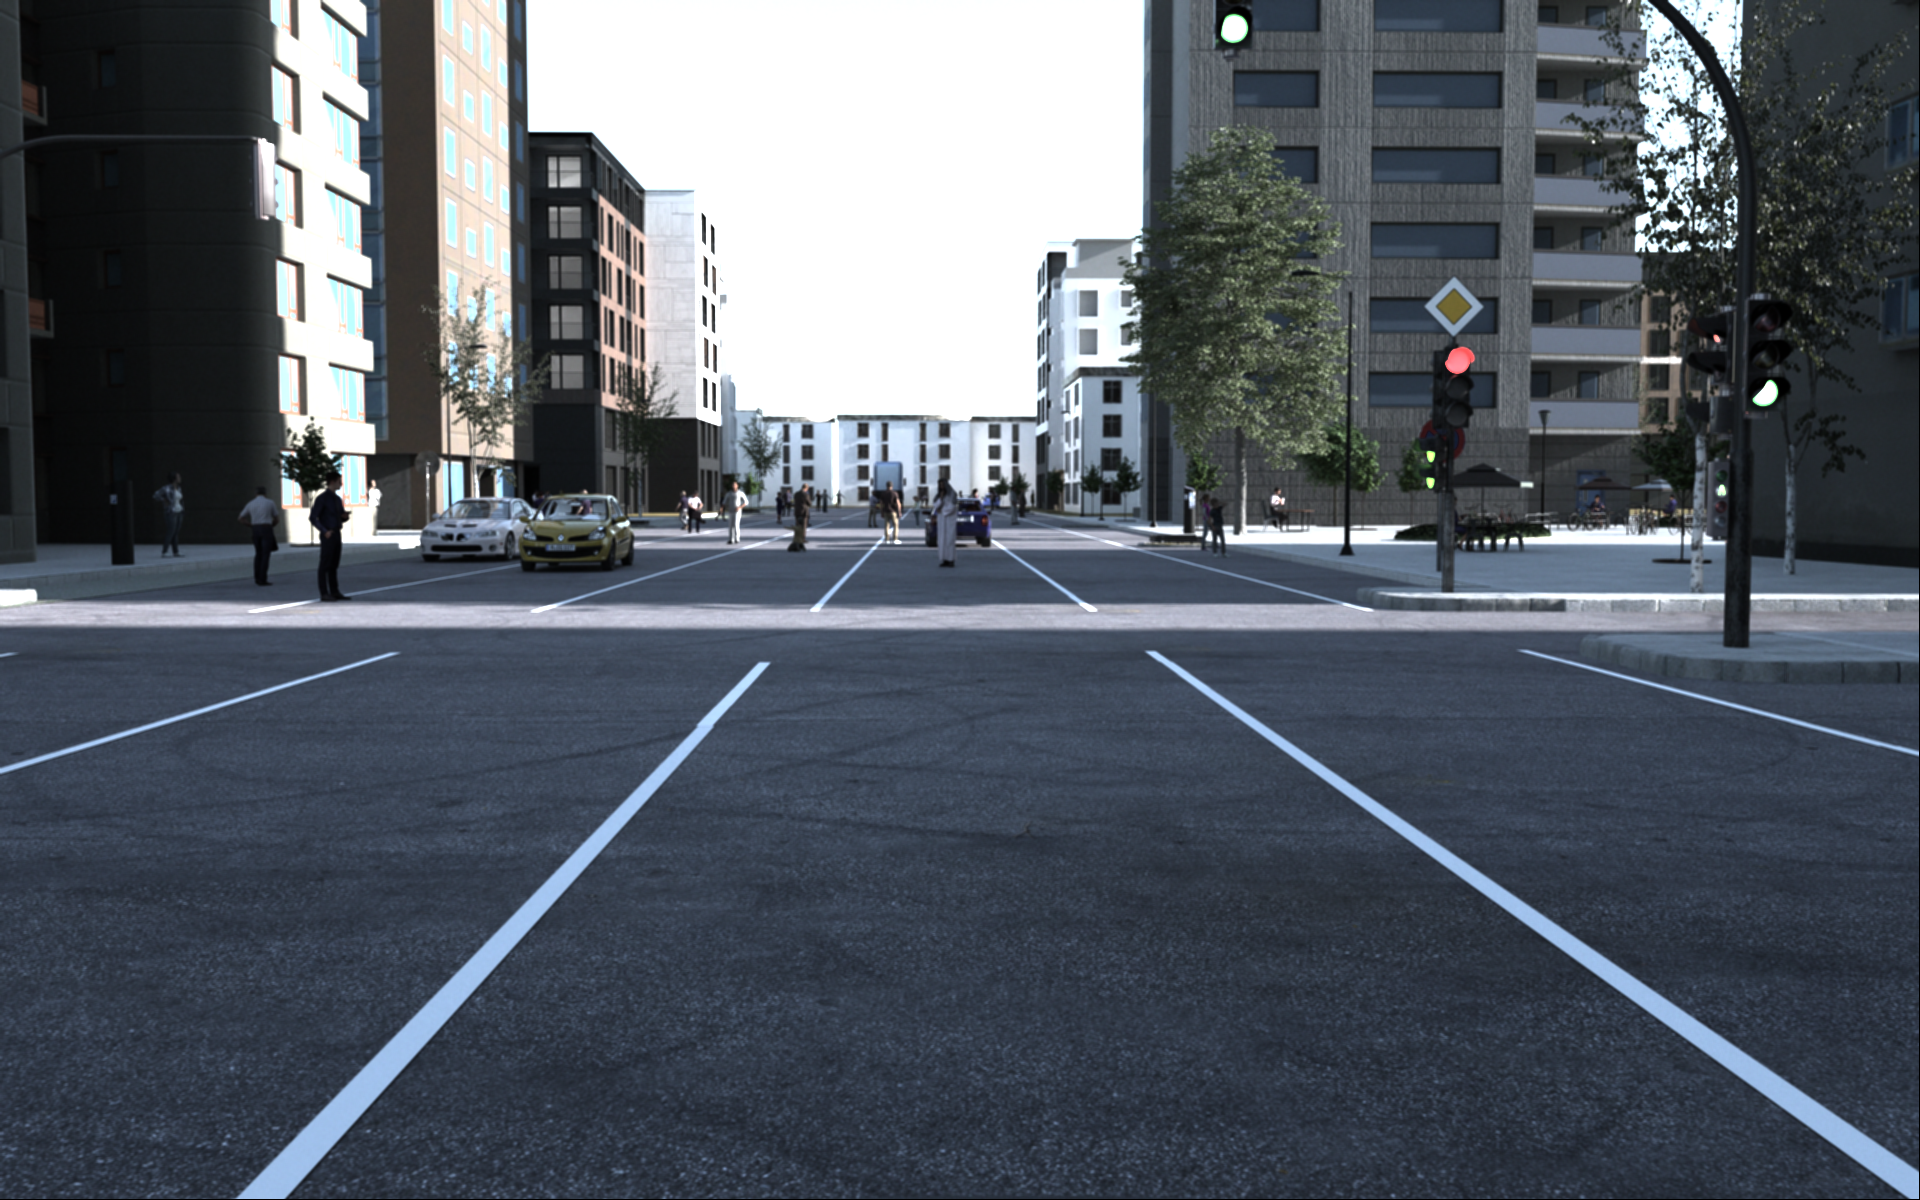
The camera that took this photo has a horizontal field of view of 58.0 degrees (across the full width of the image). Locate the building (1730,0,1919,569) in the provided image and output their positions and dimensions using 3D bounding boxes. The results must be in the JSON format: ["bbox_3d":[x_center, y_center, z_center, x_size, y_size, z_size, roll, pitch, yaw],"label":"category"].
[{"bbox_3d":[26.967,-24.933,31.363,21.600,48.544,21.300,0,4,-1],"label":"building"}]

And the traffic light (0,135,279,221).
[{"bbox_3d":[-11.155,-2.901,22.107,4.771,5.953,1.251,0,4,-1],"label":"traffic light"}]

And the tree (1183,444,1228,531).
[{"bbox_3d":[8.316,-4.056,60.921,1.663,3.219,1.824,0,3,0],"label":"tree"}]

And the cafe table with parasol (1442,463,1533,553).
[{"bbox_3d":[11.679,-2.069,38.700,2.610,1.966,2.610,0,4,-8],"label":"cafe table with parasol"}]

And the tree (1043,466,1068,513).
[{"bbox_3d":[6.623,-7.645,119.596,1.663,3.219,1.824,0,3,0],"label":"tree"}]

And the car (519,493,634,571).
[{"bbox_3d":[-7.370,-1.421,33.451,2.015,1.641,3.980,0,4,-3],"label":"car"}]

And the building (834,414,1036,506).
[{"bbox_3d":[0.981,-14.953,186.631,28.070,9.664,9.099,0,4,-1],"label":"building"}]

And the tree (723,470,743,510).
[{"bbox_3d":[-18.262,-8.809,138.621,1.663,3.219,1.824,0,3,0],"label":"tree"}]

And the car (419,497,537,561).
[{"bbox_3d":[-10.518,-1.597,38.471,2.083,1.381,4.827,0,4,0],"label":"car"}]

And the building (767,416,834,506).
[{"bbox_3d":[-27.625,-14.948,186.546,28.070,9.664,9.099,0,4,-1],"label":"building"}]

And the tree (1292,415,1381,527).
[{"bbox_3d":[14.741,-5.168,68.208,4.285,4.588,4.351,0,3,0],"label":"tree"}]

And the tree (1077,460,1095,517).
[{"bbox_3d":[7.579,-6.404,99.300,1.663,3.219,1.824,0,3,0],"label":"tree"}]

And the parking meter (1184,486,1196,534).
[{"bbox_3d":[7.423,-2.910,55.984,0.372,1.533,0.369,0,3,0],"label":"parking meter"}]

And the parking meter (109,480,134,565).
[{"bbox_3d":[-15.224,-1.410,31.457,0.372,1.533,0.369,0,3,0],"label":"parking meter"}]

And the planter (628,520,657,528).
[{"bbox_3d":[-13.990,-3.222,73.815,1.991,0.319,1.994,0,4,-1],"label":"planter"}]

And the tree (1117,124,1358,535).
[{"bbox_3d":[8.384,-8.317,54.110,7.486,12.596,7.792,0,3,0],"label":"tree"}]

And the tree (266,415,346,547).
[{"bbox_3d":[-15.814,-2.930,42.509,1.663,3.219,1.824,0,3,0],"label":"tree"}]

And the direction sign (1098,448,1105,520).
[{"bbox_3d":[6.938,-5.675,84.789,0.379,3.537,0.876,0,4,1],"label":"direction sign"}]

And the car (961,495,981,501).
[{"bbox_3d":[0.716,-7.840,140.761,1.945,1.354,3.894,0,4,-1],"label":"car"}]

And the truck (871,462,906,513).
[{"bbox_3d":[-5.748,-9.041,137.572,2.967,4.110,18.799,0,4,-2],"label":"truck"}]

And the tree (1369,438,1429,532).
[{"bbox_3d":[14.905,-3.840,57.389,1.663,3.219,1.824,0,3,0],"label":"tree"}]

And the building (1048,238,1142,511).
[{"bbox_3d":[14.980,-16.963,133.767,16.016,20.091,11.380,0,4,-1],"label":"building"}]

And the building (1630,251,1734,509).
[{"bbox_3d":[56.919,-19.328,159.983,32.646,21.610,27.936,0,4,-1],"label":"building"}]

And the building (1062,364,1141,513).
[{"bbox_3d":[12.385,-10.526,114.251,9.099,9.664,28.070,0,4,-1],"label":"building"}]

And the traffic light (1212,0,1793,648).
[{"bbox_3d":[4.403,-2.422,14.271,4.771,5.953,1.251,0,4,-1],"label":"traffic light"}]

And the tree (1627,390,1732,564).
[{"bbox_3d":[13.584,-2.300,32.213,1.663,3.219,1.824,0,3,0],"label":"tree"}]

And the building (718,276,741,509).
[{"bbox_3d":[-27.183,-17.844,148.175,16.016,20.091,11.380,0,4,-1],"label":"building"}]

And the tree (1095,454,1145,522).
[{"bbox_3d":[7.643,-5.294,81.157,1.663,3.219,1.824,0,3,0],"label":"tree"}]

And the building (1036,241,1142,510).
[{"bbox_3d":[20.655,-19.119,156.573,27.936,21.610,32.646,0,4,-1],"label":"building"}]

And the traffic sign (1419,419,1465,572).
[{"bbox_3d":[7.940,-1.745,28.630,0.768,2.556,0.104,0,4,2],"label":"traffic sign"}]

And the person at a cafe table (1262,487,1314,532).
[{"bbox_3d":[11.234,-3.129,59.671,1.622,1.524,1.698,1,4,22],"label":"person at a cafe table"}]

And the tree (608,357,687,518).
[{"bbox_3d":[-17.183,-8.767,93.698,4.737,8.622,4.395,0,3,0],"label":"tree"}]

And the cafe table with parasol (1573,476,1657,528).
[{"bbox_3d":[24.413,-3.732,65.880,2.610,1.966,2.610,-1,4,-20],"label":"cafe table with parasol"}]

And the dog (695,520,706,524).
[{"bbox_3d":[-12.554,-3.886,83.732,0.550,0.427,0.748,-1,4,-11],"label":"dog"}]

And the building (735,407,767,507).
[{"bbox_3d":[-33.421,-13.763,167.172,28.070,9.664,9.099,0,4,-1],"label":"building"}]

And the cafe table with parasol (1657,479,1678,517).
[{"bbox_3d":[32.680,-4.651,80.903,2.610,1.966,2.610,2,4,29],"label":"cafe table with parasol"}]

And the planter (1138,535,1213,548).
[{"bbox_3d":[5.877,-1.594,47.206,1.991,0.319,1.994,0,4,-1],"label":"planter"}]

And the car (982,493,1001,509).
[{"bbox_3d":[3.132,-9.983,172.809,1.945,1.707,3.694,0,3,0],"label":"car"}]

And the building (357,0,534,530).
[{"bbox_3d":[-25.216,-25.469,66.526,14.600,45.320,14.200,0,4,-1],"label":"building"}]

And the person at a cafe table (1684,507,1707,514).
[{"bbox_3d":[32.658,-3.939,75.255,1.698,1.238,1.726,-3,5,-43],"label":"person at a cafe table"}]

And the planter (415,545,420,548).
[{"bbox_3d":[-13.458,-1.570,46.810,1.991,0.319,1.994,0,4,-1],"label":"planter"}]

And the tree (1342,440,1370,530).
[{"bbox_3d":[14.489,-4.104,61.698,1.663,3.219,1.824,0,3,0],"label":"tree"}]

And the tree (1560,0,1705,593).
[{"bbox_3d":[9.803,-4.395,22.225,4.360,8.622,3.978,0,3,0],"label":"tree"}]

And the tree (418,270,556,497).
[{"bbox_3d":[-15.981,-6.569,57.759,4.360,8.622,3.978,0,3,0],"label":"tree"}]

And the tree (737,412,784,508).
[{"bbox_3d":[-17.989,-12.619,156.675,4.737,8.622,4.395,0,3,0],"label":"tree"}]

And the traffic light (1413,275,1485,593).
[{"bbox_3d":[6.332,-2.050,22.438,0.839,4.253,0.868,0,4,-1],"label":"traffic light"}]

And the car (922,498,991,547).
[{"bbox_3d":[-0.075,-2.168,48.024,1.945,1.354,3.894,0,4,-2],"label":"car"}]

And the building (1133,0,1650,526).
[{"bbox_3d":[19.383,-33.077,82.816,21.231,58.520,28.212,0,4,-1],"label":"building"}]

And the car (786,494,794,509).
[{"bbox_3d":[-16.123,-9.793,170.340,2.015,1.641,3.980,0,4,1],"label":"car"}]

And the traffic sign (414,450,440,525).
[{"bbox_3d":[-15.547,-3.085,50.548,0.768,2.556,0.104,0,4,4],"label":"traffic sign"}]

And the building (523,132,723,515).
[{"bbox_3d":[-31.557,-16.521,114.100,27.936,21.610,32.646,0,4,-1],"label":"building"}]

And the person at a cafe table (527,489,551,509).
[{"bbox_3d":[-23.315,-5.390,96.638,1.622,1.524,1.698,-1,4,-14],"label":"person at a cafe table"}]
